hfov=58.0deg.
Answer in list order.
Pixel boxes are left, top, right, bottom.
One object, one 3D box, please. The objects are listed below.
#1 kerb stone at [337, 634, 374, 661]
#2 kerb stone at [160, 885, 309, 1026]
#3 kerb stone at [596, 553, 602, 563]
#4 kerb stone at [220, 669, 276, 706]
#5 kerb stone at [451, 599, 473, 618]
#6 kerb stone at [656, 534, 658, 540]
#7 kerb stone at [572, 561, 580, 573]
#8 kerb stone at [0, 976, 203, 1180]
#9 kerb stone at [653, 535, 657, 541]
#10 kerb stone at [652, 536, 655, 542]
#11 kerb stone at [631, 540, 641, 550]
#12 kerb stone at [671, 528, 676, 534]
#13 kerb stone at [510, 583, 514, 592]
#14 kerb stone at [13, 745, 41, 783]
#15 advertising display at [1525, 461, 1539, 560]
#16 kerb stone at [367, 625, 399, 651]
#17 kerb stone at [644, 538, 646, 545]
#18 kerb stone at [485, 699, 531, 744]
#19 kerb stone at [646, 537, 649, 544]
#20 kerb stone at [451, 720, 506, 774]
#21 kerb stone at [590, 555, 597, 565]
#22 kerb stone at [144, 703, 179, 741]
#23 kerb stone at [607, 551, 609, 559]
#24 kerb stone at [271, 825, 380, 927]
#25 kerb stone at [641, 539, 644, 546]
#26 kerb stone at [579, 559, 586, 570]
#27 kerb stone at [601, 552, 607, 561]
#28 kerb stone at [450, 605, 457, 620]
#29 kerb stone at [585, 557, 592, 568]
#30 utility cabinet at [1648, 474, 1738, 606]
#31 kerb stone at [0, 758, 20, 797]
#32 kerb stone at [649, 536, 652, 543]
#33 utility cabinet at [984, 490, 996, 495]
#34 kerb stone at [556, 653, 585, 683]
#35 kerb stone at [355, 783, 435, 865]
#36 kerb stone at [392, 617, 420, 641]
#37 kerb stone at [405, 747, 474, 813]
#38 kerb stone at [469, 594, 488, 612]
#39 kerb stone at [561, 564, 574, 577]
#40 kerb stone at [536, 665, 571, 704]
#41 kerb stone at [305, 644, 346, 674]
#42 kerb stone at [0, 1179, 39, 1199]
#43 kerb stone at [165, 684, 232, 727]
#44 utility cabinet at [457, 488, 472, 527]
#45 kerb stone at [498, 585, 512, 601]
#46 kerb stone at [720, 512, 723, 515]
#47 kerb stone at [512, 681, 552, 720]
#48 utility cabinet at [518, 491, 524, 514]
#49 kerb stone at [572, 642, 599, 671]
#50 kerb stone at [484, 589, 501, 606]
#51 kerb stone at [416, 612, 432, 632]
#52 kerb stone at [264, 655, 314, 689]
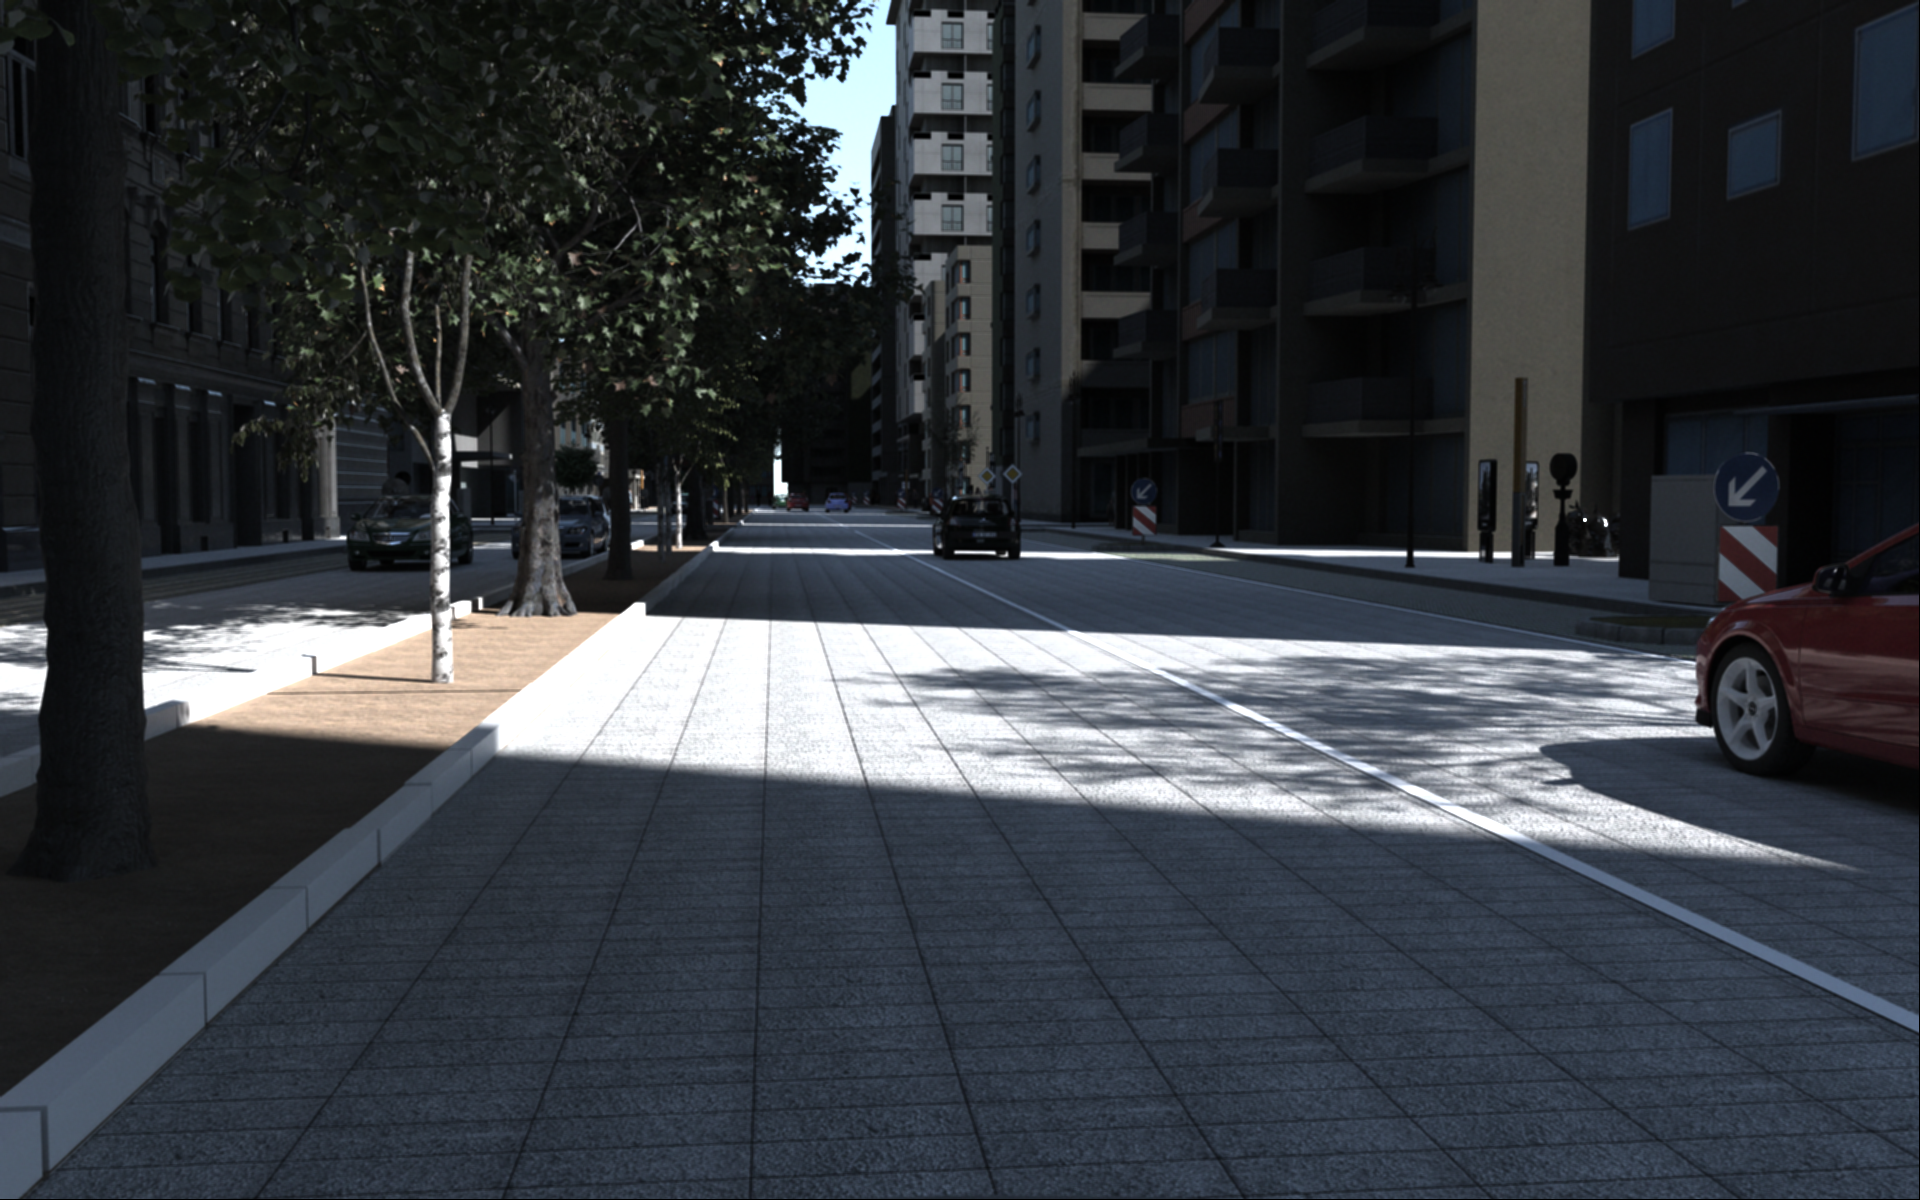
[{"bbox_3d":[-5.317,0.434,15.109,0.120,0.150,1.000,0,4,-6],"label":"kerb stone"},{"bbox_3d":[-2.137,1.043,5.143,0.120,0.150,1.000,0,4,-6],"label":"kerb stone"},{"bbox_3d":[-7.494,-0.813,35.486,0.120,0.150,1.000,0,4,-6],"label":"kerb stone"},{"bbox_3d":[-4.986,0.620,12.053,0.120,0.150,1.000,0,4,-6],"label":"kerb stone"},{"bbox_3d":[-5.865,0.122,20.207,0.120,0.150,1.000,0,4,-6],"label":"kerb stone"},{"bbox_3d":[-9.346,-1.868,52.793,0.120,0.150,1.000,0,4,-6],"label":"kerb stone"},{"bbox_3d":[-7.048,-0.564,31.416,0.120,0.150,1.000,0,4,-6],"label":"kerb stone"},{"bbox_3d":[-2.027,1.105,4.127,0.120,0.150,1.000,0,4,-6],"label":"kerb stone"},{"bbox_3d":[-9.234,-1.809,51.767,0.120,0.150,1.000,0,4,-6],"label":"kerb stone"},{"bbox_3d":[-9.123,-1.741,50.752,0.120,0.150,1.000,0,4,-6],"label":"kerb stone"},{"bbox_3d":[-8.576,-1.434,45.664,0.120,0.150,1.000,0,4,-6],"label":"kerb stone"},{"bbox_3d":[-10.654,-2.617,65.003,0.120,0.150,1.000,0,4,-6],"label":"kerb stone"},{"bbox_3d":[-6.292,-0.128,24.285,0.120,0.150,1.000,0,4,-6],"label":"kerb stone"},{"bbox_3d":[-4.665,0.808,8.989,0.120,0.150,1.000,0,4,-6],"label":"kerb stone"},{"bbox_3d":[11.096,-1.757,33.935,0.123,1.923,0.974,3,4,38],"label":"advertising display"},{"bbox_3d":[-5.416,0.371,16.129,0.120,0.150,1.000,0,4,-6],"label":"kerb stone"},{"bbox_3d":[-8.803,-1.560,47.700,0.120,0.150,1.000,0,4,-6],"label":"kerb stone"},{"bbox_3d":[-2.682,0.732,10.228,0.120,0.150,1.000,0,4,-6],"label":"kerb stone"},{"bbox_3d":[-8.916,-1.618,48.716,0.120,0.150,1.000,0,4,-6],"label":"kerb stone"},{"bbox_3d":[-2.570,0.794,9.211,0.120,0.150,1.000,0,4,-6],"label":"kerb stone"},{"bbox_3d":[-7.384,-0.747,34.470,0.120,0.150,1.000,0,4,-6],"label":"kerb stone"},{"bbox_3d":[-4.767,0.745,10.020,0.120,0.150,1.000,0,4,-6],"label":"kerb stone"},{"bbox_3d":[-7.717,-0.937,37.526,0.120,0.150,1.000,0,4,-6],"label":"kerb stone"},{"bbox_3d":[-2.247,0.981,6.159,0.120,0.150,1.000,0,4,-6],"label":"kerb stone"},{"bbox_3d":[-8.696,-1.498,46.681,0.120,0.150,1.000,0,4,-6],"label":"kerb stone"},{"bbox_3d":[-7.165,-0.623,32.435,0.120,0.150,1.000,0,4,-6],"label":"kerb stone"},{"bbox_3d":[-7.607,-0.872,36.502,0.120,0.150,1.000,0,4,-6],"label":"kerb stone"},{"bbox_3d":[-5.753,0.186,19.188,0.120,0.150,1.000,0,4,-6],"label":"kerb stone"},{"bbox_3d":[-7.280,-0.686,33.453,0.120,0.150,1.000,0,4,-6],"label":"kerb stone"},{"bbox_3d":[8.524,-0.700,20.127,0.318,1.500,1.173,-1,4,-14],"label":"utility cabinet"},{"bbox_3d":[-4.547,0.871,7.971,0.120,0.150,1.000,0,4,-6],"label":"kerb stone"},{"bbox_3d":[-9.015,-1.684,49.733,0.120,0.150,1.000,0,4,-6],"label":"kerb stone"},{"bbox_3d":[1.481,-4.802,87.188,0.318,1.500,1.173,-1,4,-16],"label":"utility cabinet"},{"bbox_3d":[-3.011,0.549,13.294,0.120,0.150,1.000,0,4,-6],"label":"kerb stone"},{"bbox_3d":[-2.349,0.928,7.178,0.120,0.150,1.000,0,4,-6],"label":"kerb stone"},{"bbox_3d":[-5.534,0.309,17.144,0.120,0.150,1.000,0,4,-6],"label":"kerb stone"},{"bbox_3d":[-2.461,0.857,8.195,0.120,0.150,1.000,0,4,-6],"label":"kerb stone"},{"bbox_3d":[-5.960,0.059,21.225,0.120,0.150,1.000,0,4,-6],"label":"kerb stone"},{"bbox_3d":[-6.947,-0.502,30.399,0.120,0.150,1.000,0,4,-6],"label":"kerb stone"},{"bbox_3d":[-2.894,0.607,12.274,0.120,0.150,1.000,0,4,-6],"label":"kerb stone"},{"bbox_3d":[-5.203,0.496,14.089,0.120,0.150,1.000,0,4,-6],"label":"kerb stone"},{"bbox_3d":[-1.919,1.168,3.104,0.120,0.150,1.000,0,4,-6],"label":"kerb stone"},{"bbox_3d":[-4.874,0.683,11.036,0.120,0.150,1.000,0,4,-6],"label":"kerb stone"},{"bbox_3d":[-18.124,-3.338,63.258,0.318,1.500,1.173,-2,4,-26],"label":"utility cabinet"},{"bbox_3d":[-6.189,-0.065,23.262,0.120,0.150,1.000,0,4,-6],"label":"kerb stone"},{"bbox_3d":[-17.152,-6.334,125.764,0.120,0.150,1.000,0,4,-6],"label":"kerb stone"},{"bbox_3d":[-2.794,0.670,11.243,0.120,0.150,1.000,0,4,-6],"label":"kerb stone"},{"bbox_3d":[-27.652,-6.260,111.032,1.173,1.500,0.318,-2,4,-25],"label":"utility cabinet"},{"bbox_3d":[-3.113,0.482,14.311,0.120,0.150,1.000,0,4,-6],"label":"kerb stone"},{"bbox_3d":[-6.071,-0.003,22.247,0.120,0.150,1.000,0,4,-6],"label":"kerb stone"},{"bbox_3d":[-5.644,0.248,18.160,0.120,0.150,1.000,0,4,-6],"label":"kerb stone"},{"bbox_3d":[-5.094,0.558,13.070,0.120,0.150,1.000,0,4,-6],"label":"kerb stone"}]
